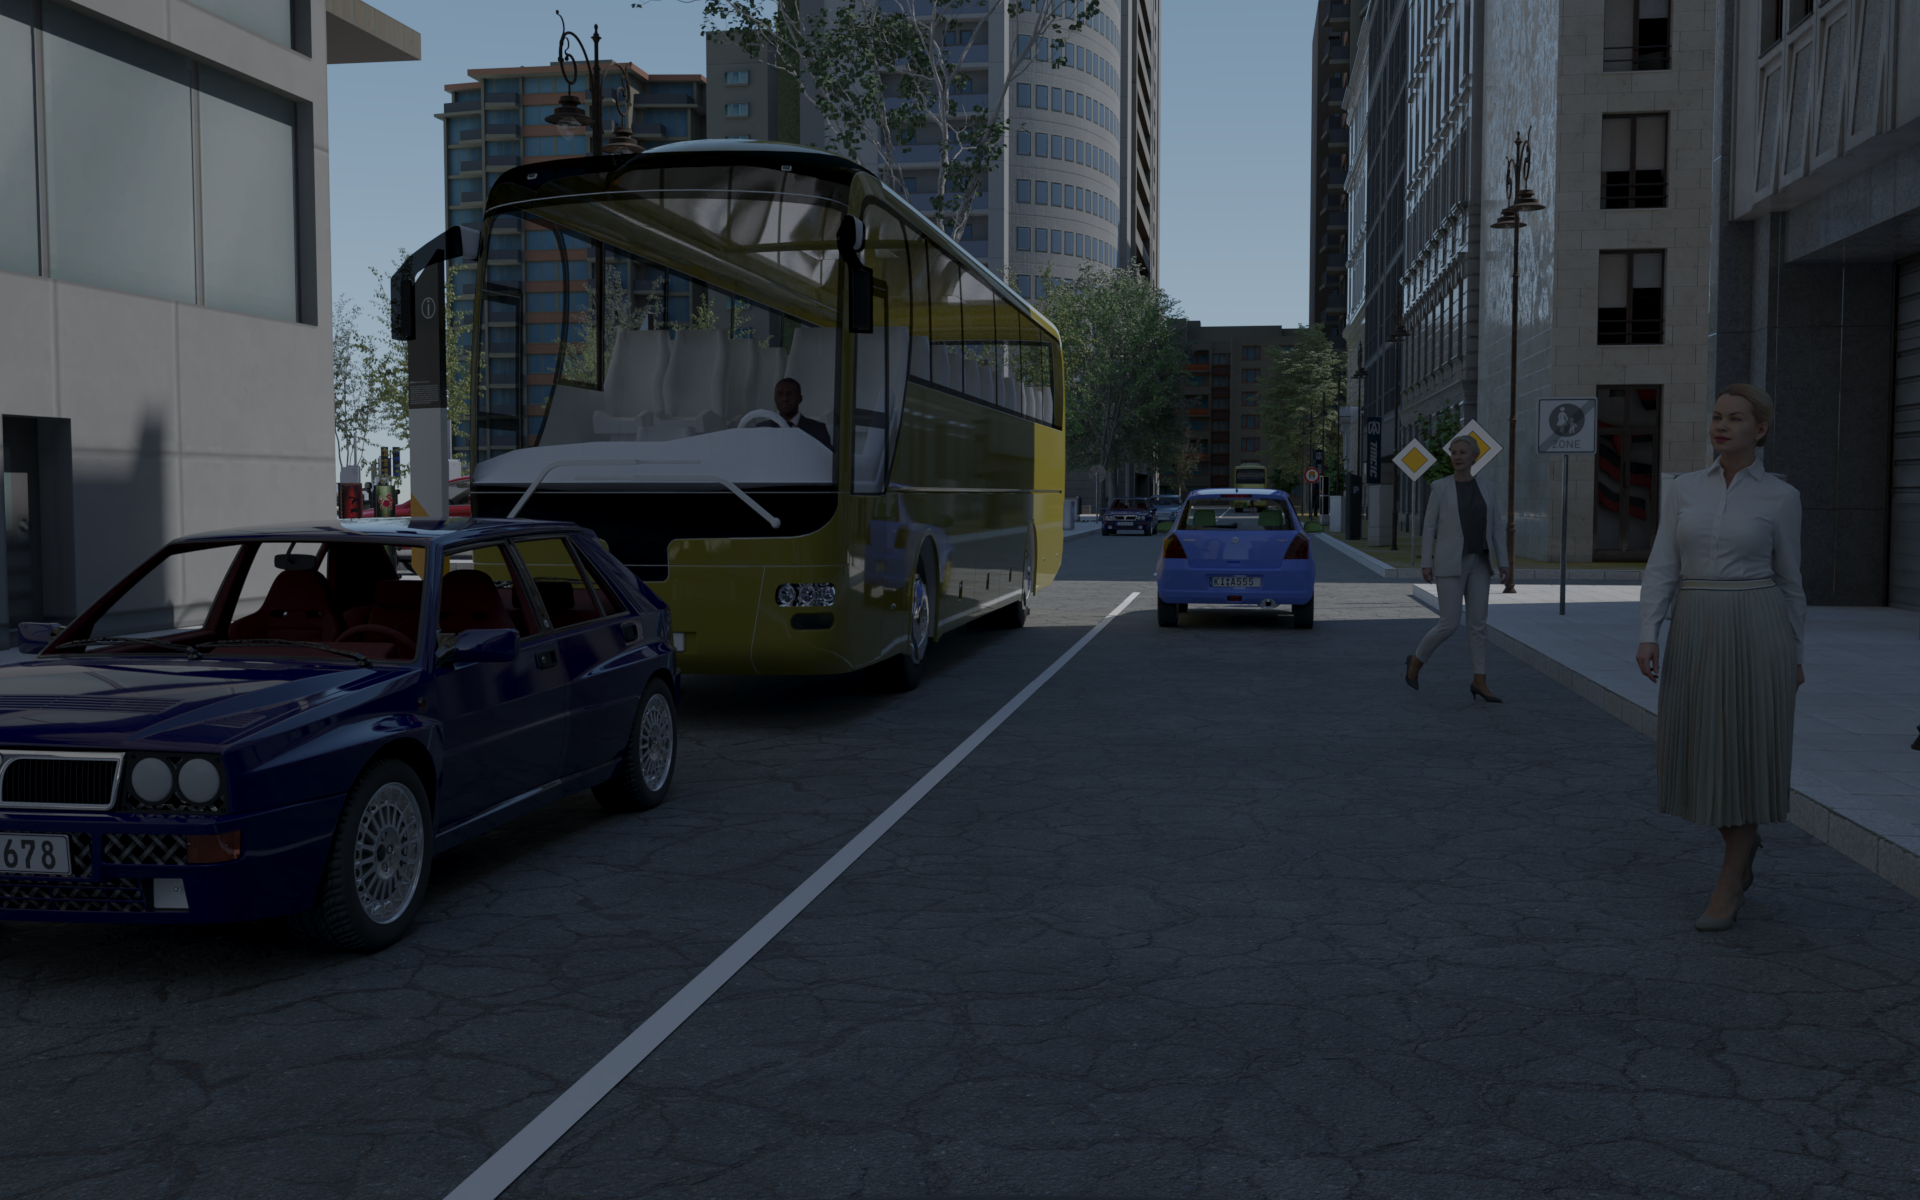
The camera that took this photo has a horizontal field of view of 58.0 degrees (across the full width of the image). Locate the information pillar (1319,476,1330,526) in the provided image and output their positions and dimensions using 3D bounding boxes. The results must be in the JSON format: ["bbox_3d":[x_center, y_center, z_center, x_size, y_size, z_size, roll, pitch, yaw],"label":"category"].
[{"bbox_3d":[14.721,-4.002,69.931,0.304,2.012,0.304,-1,4,-10],"label":"information pillar"}]

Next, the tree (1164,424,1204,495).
[{"bbox_3d":[22.875,-13.936,178.209,4.360,8.622,3.978,0,3,0],"label":"tree"}]

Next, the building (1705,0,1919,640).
[{"bbox_3d":[13.297,-11.710,9.476,12.078,24.808,19.932,1,4,9],"label":"building"}]

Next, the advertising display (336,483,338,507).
[{"bbox_3d":[-34.300,-5.571,96.296,0.974,1.923,0.123,-2,4,-28],"label":"advertising display"}]

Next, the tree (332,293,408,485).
[{"bbox_3d":[-22.257,-6.886,62.944,4.360,8.622,3.978,0,3,0],"label":"tree"}]

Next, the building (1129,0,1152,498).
[{"bbox_3d":[4.838,-31.968,146.378,21.300,48.544,21.600,1,4,9],"label":"building"}]

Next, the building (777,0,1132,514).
[{"bbox_3d":[0.589,-35.448,121.578,21.231,58.520,28.212,1,4,9],"label":"building"}]

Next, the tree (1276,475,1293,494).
[{"bbox_3d":[30.269,-10.125,160.141,1.663,3.219,1.824,0,3,0],"label":"tree"}]

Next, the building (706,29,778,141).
[{"bbox_3d":[-12.015,-33.637,173.663,21.600,48.544,21.300,1,4,9],"label":"building"}]

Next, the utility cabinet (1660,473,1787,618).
[{"bbox_3d":[7.800,-0.553,17.714,1.173,1.500,0.318,0,4,-3],"label":"utility cabinet"}]

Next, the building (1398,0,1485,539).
[{"bbox_3d":[18.602,-12.333,50.796,9.793,20.994,18.267,1,4,9],"label":"building"}]

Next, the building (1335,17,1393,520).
[{"bbox_3d":[27.836,-18.817,93.566,13.634,28.700,20.117,1,4,9],"label":"building"}]

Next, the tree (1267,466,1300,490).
[{"bbox_3d":[32.591,-11.674,174.583,4.285,4.588,4.351,0,3,0],"label":"tree"}]

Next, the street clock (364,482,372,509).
[{"bbox_3d":[-35.018,-5.993,102.559,0.471,2.002,0.358,2,4,35],"label":"street clock"}]

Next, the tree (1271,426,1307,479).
[{"bbox_3d":[34.454,-14.141,181.567,4.737,8.622,4.395,0,3,0],"label":"tree"}]

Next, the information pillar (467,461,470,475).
[{"bbox_3d":[-31.995,-7.448,113.128,0.504,3.616,0.183,3,4,39],"label":"information pillar"}]

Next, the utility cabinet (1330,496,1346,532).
[{"bbox_3d":[12.896,-2.917,58.861,0.306,1.237,1.020,-1,4,-9],"label":"utility cabinet"}]

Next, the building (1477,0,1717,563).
[{"bbox_3d":[20.130,-11.057,35.533,16.860,20.320,10.420,1,4,9],"label":"building"}]

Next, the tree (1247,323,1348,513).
[{"bbox_3d":[22.887,-12.014,114.557,7.486,12.596,7.792,0,3,0],"label":"tree"}]

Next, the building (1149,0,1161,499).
[{"bbox_3d":[9.004,-44.800,170.732,20.611,71.187,20.563,1,4,9],"label":"building"}]

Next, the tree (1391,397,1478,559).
[{"bbox_3d":[9.734,-2.439,34.486,1.663,3.219,1.824,0,3,0],"label":"tree"}]

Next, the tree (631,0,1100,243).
[{"bbox_3d":[-1.831,-11.364,41.696,12.611,20.169,13.585,0,3,0],"label":"tree"}]

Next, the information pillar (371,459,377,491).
[{"bbox_3d":[-38.736,-7.534,114.540,0.504,3.616,0.183,2,4,31],"label":"information pillar"}]

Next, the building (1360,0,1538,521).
[{"bbox_3d":[24.690,-17.007,71.577,14.314,27.812,24.014,1,4,9],"label":"building"}]

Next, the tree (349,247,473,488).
[{"bbox_3d":[-15.894,-6.189,51.546,4.737,8.622,4.395,0,3,0],"label":"tree"}]

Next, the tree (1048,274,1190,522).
[{"bbox_3d":[6.868,-9.494,80.976,9.928,11.665,9.643,0,3,0],"label":"tree"}]

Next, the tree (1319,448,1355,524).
[{"bbox_3d":[15.855,-4.824,73.477,1.663,3.219,1.824,0,3,0],"label":"tree"}]

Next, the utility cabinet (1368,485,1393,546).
[{"bbox_3d":[10.360,-2.072,42.557,0.318,1.500,1.173,2,4,33],"label":"utility cabinet"}]

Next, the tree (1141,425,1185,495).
[{"bbox_3d":[14.982,-11.081,131.538,4.737,8.622,4.395,0,3,0],"label":"tree"}]

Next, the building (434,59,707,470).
[{"bbox_3d":[-36.898,-32.009,177.963,28.867,44.769,22.147,1,4,9],"label":"building"}]

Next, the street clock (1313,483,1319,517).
[{"bbox_3d":[20.200,-5.735,98.330,0.358,2.002,0.471,0,4,-6],"label":"street clock"}]

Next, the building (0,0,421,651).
[{"bbox_3d":[-20.860,-25.669,8.925,27.495,52.752,28.713,1,4,9],"label":"building"}]

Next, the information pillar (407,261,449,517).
[{"bbox_3d":[-5.141,-1.555,16.781,0.504,3.616,0.183,2,4,34],"label":"information pillar"}]

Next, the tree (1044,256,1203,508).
[{"bbox_3d":[8.072,-11.331,91.911,9.857,13.997,8.962,0,3,0],"label":"tree"}]

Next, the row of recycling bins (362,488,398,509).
[{"bbox_3d":[-37.986,-6.405,111.828,1.069,1.692,3.534,3,5,39],"label":"row of recycling bins"}]

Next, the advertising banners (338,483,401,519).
[{"bbox_3d":[-8.530,-1.718,24.278,0.090,3.025,2.074,1,4,19],"label":"advertising banners"}]

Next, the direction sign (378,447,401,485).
[{"bbox_3d":[-27.201,-5.553,82.795,0.876,3.537,0.379,-1,4,-17],"label":"direction sign"}]

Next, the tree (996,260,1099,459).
[{"bbox_3d":[2.090,-6.333,53.901,4.737,8.622,4.395,0,3,0],"label":"tree"}]
